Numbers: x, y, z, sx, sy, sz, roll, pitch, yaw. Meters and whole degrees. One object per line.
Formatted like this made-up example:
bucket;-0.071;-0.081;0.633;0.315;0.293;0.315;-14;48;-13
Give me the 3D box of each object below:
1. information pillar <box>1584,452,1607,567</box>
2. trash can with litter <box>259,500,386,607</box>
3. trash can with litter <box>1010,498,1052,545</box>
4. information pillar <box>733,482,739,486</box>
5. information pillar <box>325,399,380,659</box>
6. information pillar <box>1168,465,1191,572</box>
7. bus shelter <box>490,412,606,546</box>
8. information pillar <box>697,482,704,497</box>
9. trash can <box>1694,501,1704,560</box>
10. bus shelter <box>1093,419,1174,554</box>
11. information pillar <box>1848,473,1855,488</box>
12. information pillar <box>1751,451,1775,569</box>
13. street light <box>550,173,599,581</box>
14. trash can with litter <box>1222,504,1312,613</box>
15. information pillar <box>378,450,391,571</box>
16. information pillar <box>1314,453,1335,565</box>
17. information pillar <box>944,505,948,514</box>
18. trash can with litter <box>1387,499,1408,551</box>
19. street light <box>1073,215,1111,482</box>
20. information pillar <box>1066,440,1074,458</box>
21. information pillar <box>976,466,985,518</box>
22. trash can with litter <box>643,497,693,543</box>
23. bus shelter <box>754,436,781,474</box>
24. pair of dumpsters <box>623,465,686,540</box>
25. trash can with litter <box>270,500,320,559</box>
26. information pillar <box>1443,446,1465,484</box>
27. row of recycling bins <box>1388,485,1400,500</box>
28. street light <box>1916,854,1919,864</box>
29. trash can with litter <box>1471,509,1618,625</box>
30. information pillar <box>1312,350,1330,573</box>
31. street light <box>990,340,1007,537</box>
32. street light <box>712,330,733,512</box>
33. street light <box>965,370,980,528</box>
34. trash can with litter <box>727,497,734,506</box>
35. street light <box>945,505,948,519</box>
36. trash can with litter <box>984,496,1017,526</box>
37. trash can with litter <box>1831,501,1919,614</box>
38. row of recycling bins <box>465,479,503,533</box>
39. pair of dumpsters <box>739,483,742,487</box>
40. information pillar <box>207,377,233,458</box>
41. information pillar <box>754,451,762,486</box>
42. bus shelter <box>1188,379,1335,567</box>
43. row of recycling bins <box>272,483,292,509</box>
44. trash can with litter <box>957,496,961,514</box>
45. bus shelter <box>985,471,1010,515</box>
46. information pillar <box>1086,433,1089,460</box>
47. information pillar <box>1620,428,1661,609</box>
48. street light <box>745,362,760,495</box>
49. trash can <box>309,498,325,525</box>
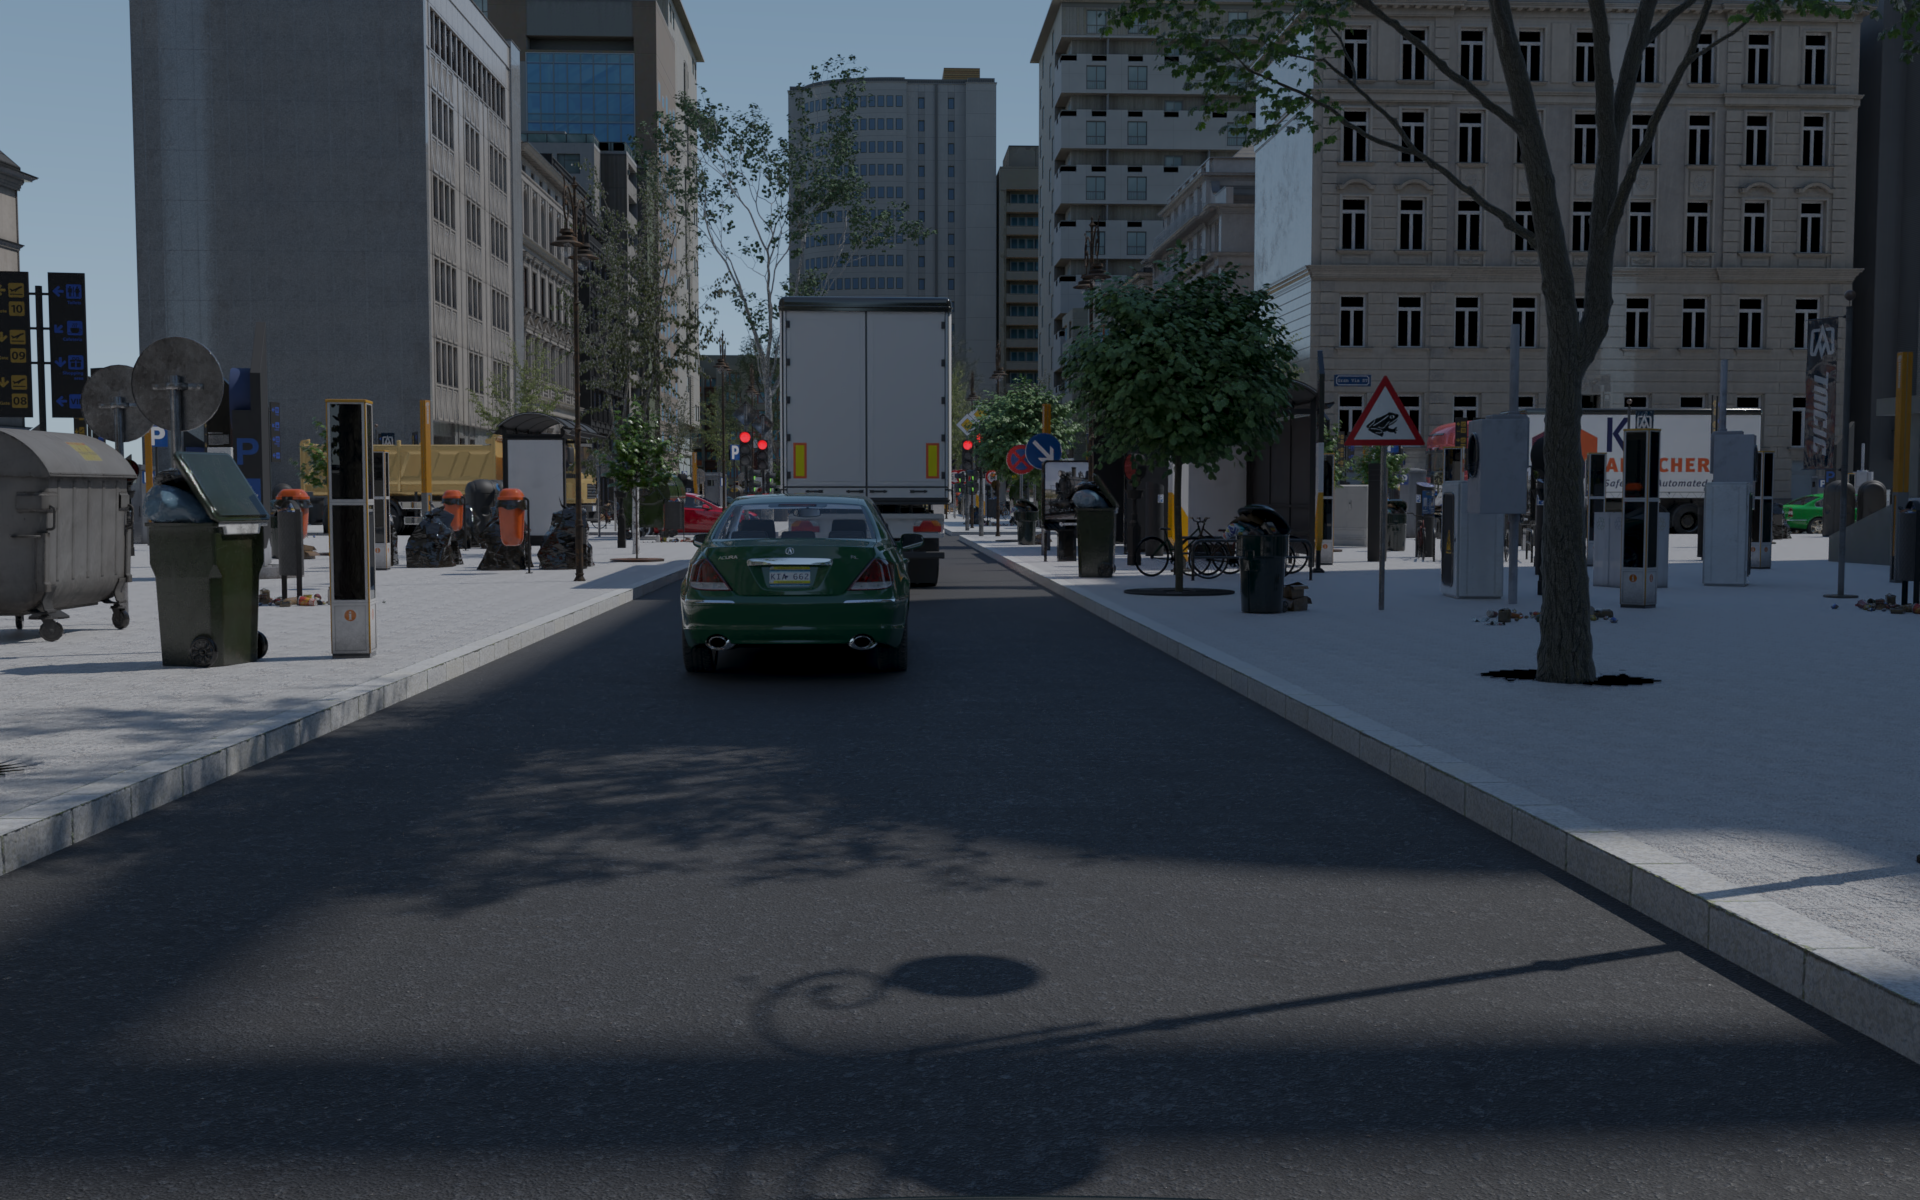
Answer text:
information pillar;11.263;-1.602;30.689;0.304;2.012;0.304;1;4;13
trash can with litter;-7.927;-0.574;20.449;1.678;1.210;2.233;-3;5;-40
trash can with litter;1.808;-1.977;43.712;0.624;1.170;1.055;3;5;45
information pillar;-13.127;-5.938;101.582;0.304;2.012;0.304;-1;4;-21
information pillar;-4.775;-0.557;13.600;0.304;2.012;0.304;-1;4;-9
information pillar;3.587;-2.263;28.358;0.183;3.616;0.504;3;5;41
bus shelter;-10.687;-3.148;45.389;2.014;3.302;5.546;0;4;-3
information pillar;-13.413;-5.209;89.660;0.304;2.012;0.304;0;3;0
trash can;14.597;-1.337;33.506;0.748;1.137;0.748;0;3;0
bus shelter;3.838;-2.971;39.857;1.731;3.624;6.357;0;4;-3
information pillar;31.498;-3.483;61.444;0.304;2.012;0.304;-1;4;-17
information pillar;13.690;-1.539;29.651;0.304;2.012;0.304;-2;4;-29
street light;-5.607;-3.215;25.353;0.468;5.910;1.993;0;4;-3
trash can with litter;3.381;-0.460;18.905;0.624;1.170;1.055;3;5;40
information pillar;-9.771;-1.506;29.116;0.304;2.012;0.304;0;4;-6
information pillar;6.588;-1.641;31.315;0.304;2.012;0.304;0;4;3
information pillar;-0.977;-7.224;109.463;0.504;3.616;0.183;-2;4;-32
trash can with litter;9.790;-1.699;39.161;0.624;1.170;1.055;1;4;12
street light;2.200;-3.441;29.048;0.468;5.910;1.993;0;4;-3
information pillar;4.603;-4.976;72.704;0.183;3.616;0.504;-2;4;-27
information pillar;1.090;-6.119;91.408;0.504;3.616;0.183;1;4;12
trash can with litter;-7.239;-2.146;46.145;2.233;1.210;1.678;0;4;1
bus shelter;-12.126;-8.157;111.003;2.179;5.291;8.768;0;4;-3
pair of dumpsters;-8.993;-2.940;50.557;1.574;2.255;4.437;0;4;-3
trash can with litter;-13.183;-1.401;34.296;1.055;1.170;0.624;1;4;16
information pillar;7.663;-1.372;26.925;0.304;2.012;0.304;1;4;21
row of recycling bins;16.560;-3.321;61.413;3.534;1.692;1.069;-1;4;-10
street light;3.418;-2.021;5.825;0.468;5.910;1.993;0;4;-3
trash can with litter;5.921;-0.409;17.750;2.233;1.210;1.678;-3;4;-38
information pillar;5.837;-2.248;28.102;0.183;3.616;0.504;0;4;7
street light;1.147;-4.857;52.196;0.468;5.910;1.993;0;4;-3
street light;-6.690;-4.660;48.978;0.468;5.910;1.993;0;4;-3
street light;0.454;-5.627;64.787;0.468;5.910;1.993;0;4;-3
trash can with litter;-10.134;-4.056;77.708;1.055;1.170;0.624;3;5;43
street light;-0.699;-7.084;88.610;0.468;5.910;1.993;0;4;-3
trash can with litter;1.681;-3.607;70.026;2.233;1.210;1.678;-3;4;-38
trash can with litter;10.557;-0.497;19.176;1.678;1.210;2.233;1;4;16
row of recycling bins;-13.298;-2.569;49.114;1.069;1.692;3.534;0;4;-2
pair of dumpsters;-14.195;-6.834;114.233;1.574;2.255;4.437;0;4;-3
information pillar;-13.145;-2.411;30.771;0.504;3.616;0.183;1;4;13
information pillar;-9.919;-5.733;85.082;0.504;3.616;0.183;0;4;-8
bus shelter;5.318;-2.368;32.644;2.014;3.302;5.546;0;4;-3
row of recycling bins;-27.533;-3.657;66.904;3.534;1.692;1.069;0;4;-3
trash can with litter;0.172;-5.999;109.471;0.624;1.170;1.055;-1;4;-8
bus shelter;2.429;-6.958;107.686;2.014;3.302;5.546;0;4;-3
information pillar;4.918;-4.604;66.626;0.183;3.616;0.504;0;4;-2
information pillar;7.665;-0.919;19.517;0.304;2.012;0.304;-3;5;-44
street light;-7.291;-5.387;60.864;0.468;5.910;1.993;0;4;-3
trash can;-26.510;-3.650;71.334;0.748;1.137;0.748;0;3;0
